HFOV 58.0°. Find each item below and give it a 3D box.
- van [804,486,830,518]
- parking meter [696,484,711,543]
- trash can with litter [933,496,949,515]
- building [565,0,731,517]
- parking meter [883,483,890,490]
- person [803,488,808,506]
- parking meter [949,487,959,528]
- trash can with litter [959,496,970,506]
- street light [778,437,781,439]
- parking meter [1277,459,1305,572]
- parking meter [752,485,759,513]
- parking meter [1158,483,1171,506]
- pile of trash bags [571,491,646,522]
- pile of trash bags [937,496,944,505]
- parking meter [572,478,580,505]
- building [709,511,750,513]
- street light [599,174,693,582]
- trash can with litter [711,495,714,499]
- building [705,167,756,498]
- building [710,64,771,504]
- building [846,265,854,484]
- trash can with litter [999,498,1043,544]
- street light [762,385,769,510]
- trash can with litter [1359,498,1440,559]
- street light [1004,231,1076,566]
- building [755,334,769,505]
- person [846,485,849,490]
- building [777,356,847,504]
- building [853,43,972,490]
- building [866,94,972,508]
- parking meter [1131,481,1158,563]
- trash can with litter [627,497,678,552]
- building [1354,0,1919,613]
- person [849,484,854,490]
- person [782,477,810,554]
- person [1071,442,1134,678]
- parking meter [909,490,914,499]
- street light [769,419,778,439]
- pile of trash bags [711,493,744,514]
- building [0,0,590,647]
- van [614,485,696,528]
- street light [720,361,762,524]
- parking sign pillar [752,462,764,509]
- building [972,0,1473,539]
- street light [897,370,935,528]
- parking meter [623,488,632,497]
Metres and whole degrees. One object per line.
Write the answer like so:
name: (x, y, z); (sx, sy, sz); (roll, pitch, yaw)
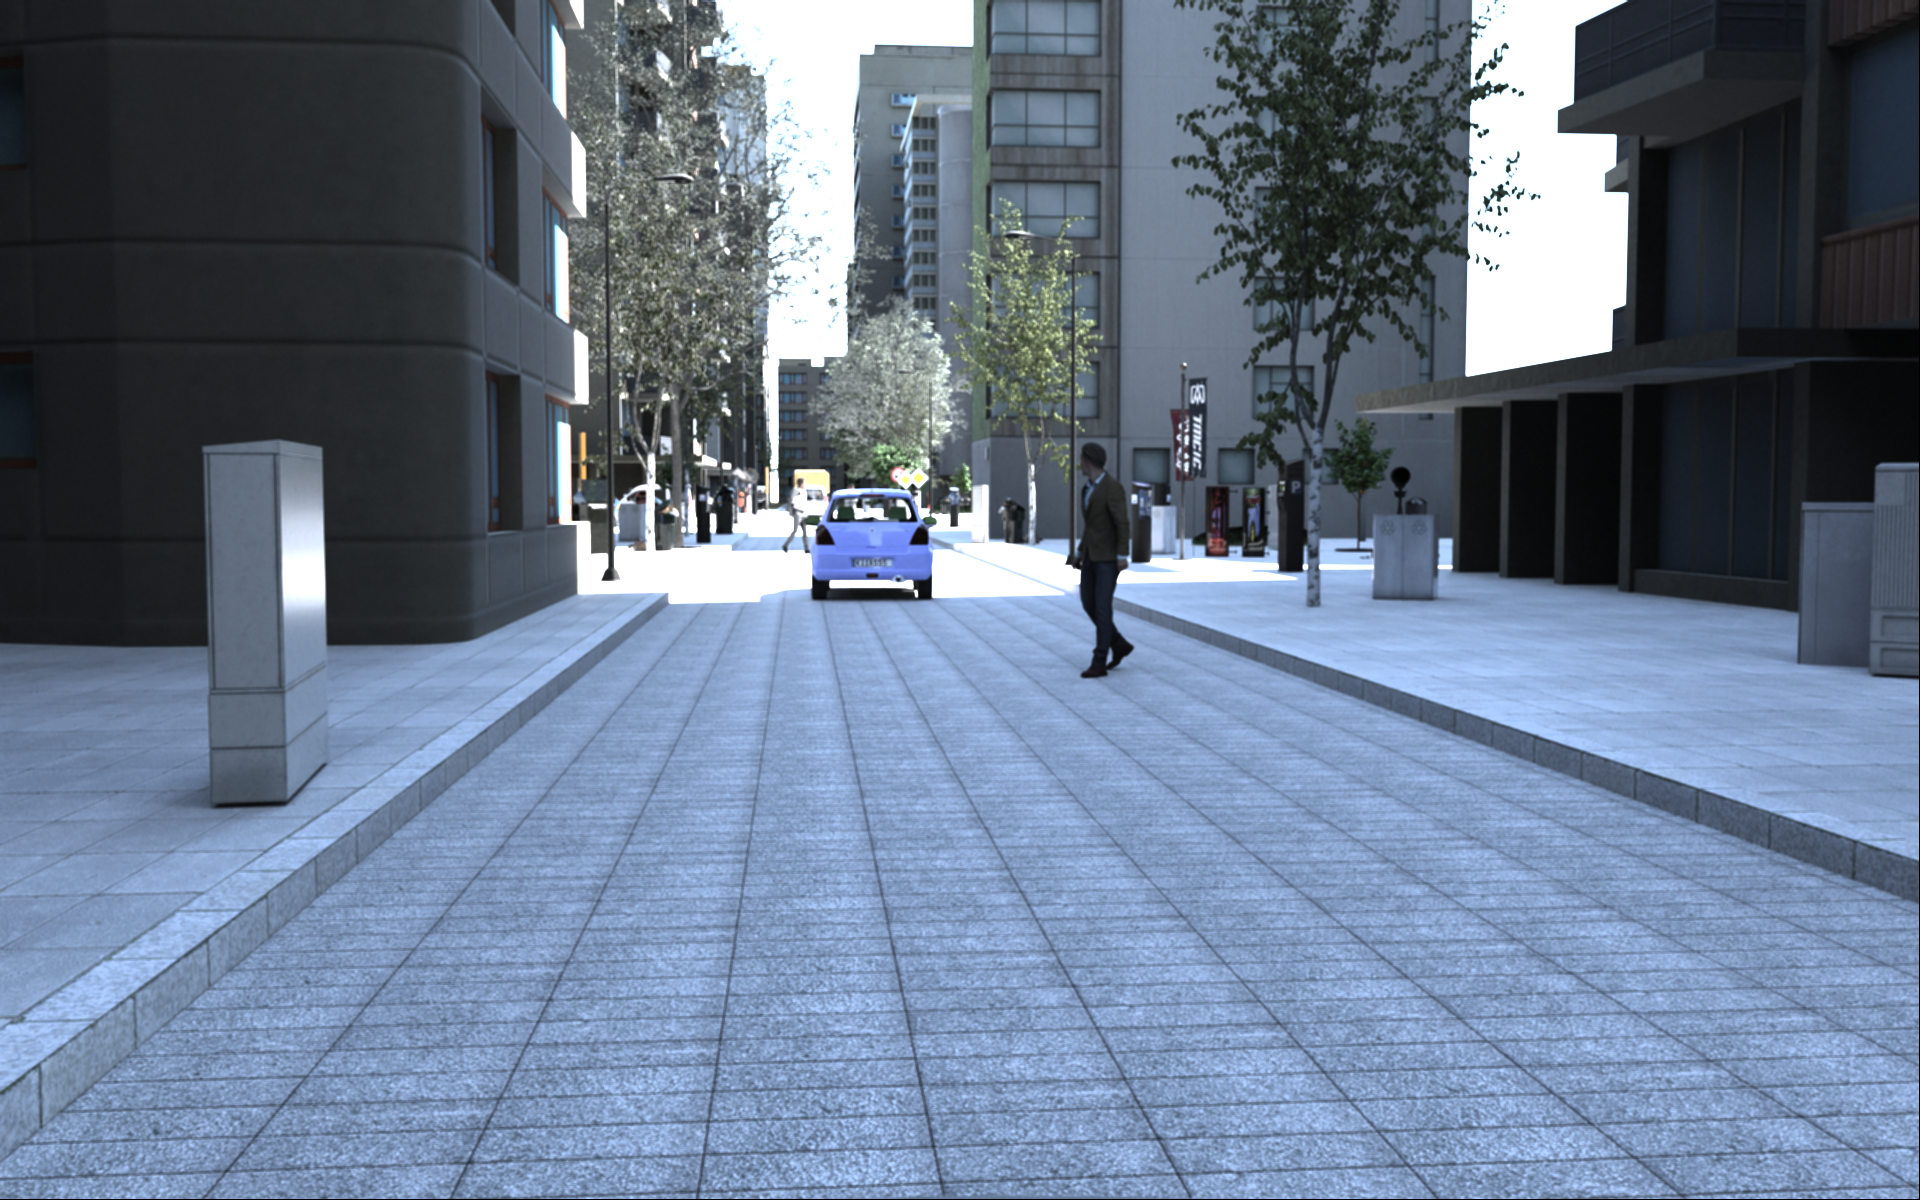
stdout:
van: (-7.670, -5.072, 89.935); (2.013, 2.044, 4.112); (0, 4, -4)
parking meter: (-6.738, -2.268, 45.490); (0.372, 1.533, 0.369); (0, 3, 0)
trash can with litter: (-1.103, -5.681, 104.269); (1.055, 1.170, 0.624); (-1, 4, -12)
building: (-23.368, -26.559, 88.860); (22.147, 44.769, 28.867); (0, 4, -5)
parking meter: (-3.917, -5.240, 91.379); (0.399, 1.863, 0.255); (0, 4, -6)
person: (-7.420, -4.498, 81.411); (0.474, 1.900, 0.648); (1, 4, 10)
parking meter: (-0.217, -3.530, 66.119); (0.372, 1.533, 0.369); (0, 3, 0)
trash can with litter: (0.192, -7.392, 132.239); (1.055, 1.170, 0.624); (-1, 4, -14)
street light: (-15.360, -10.366, 142.027); (1.470, 5.913, 1.316); (0, 4, -5)
parking meter: (5.445, -1.395, 28.521); (0.399, 1.863, 0.255); (-1, 4, -22)
parking meter: (-13.566, -6.668, 114.728); (0.399, 1.863, 0.255); (0, 4, 8)
parking meter: (4.649, -1.921, 39.815); (0.372, 1.533, 0.369); (0, 3, 0)
pile of trash bags: (-11.305, -2.715, 54.136); (3.447, 1.369, 1.912); (-1, 4, -11)
pile of trash bags: (-0.853, -8.446, 147.846); (1.912, 1.369, 3.447); (1, 4, 16)
parking meter: (-13.624, -3.435, 61.878); (0.255, 1.863, 0.399); (2, 4, 32)
building: (-31.479, -26.461, 124.516); (32.217, 40.220, 23.993); (0, 4, -5)
street light: (-4.577, -3.226, 25.283); (1.470, 5.913, 1.316); (0, 4, -5)
trash can with litter: (-20.701, -8.027, 142.633); (1.055, 1.170, 0.624); (1, 4, 19)
building: (-25.601, -23.455, 155.198); (14.160, 30.474, 14.107); (0, 4, -5)
building: (-40.520, -42.698, 240.118); (28.212, 58.520, 21.231); (0, 4, -5)
building: (-7.238, -27.233, 216.955); (14.160, 30.474, 14.107); (0, 4, -5)
trash can with litter: (1.576, -2.042, 44.766); (1.055, 1.170, 0.624); (-2, 4, -27)
street light: (-8.957, -6.160, 73.257); (1.470, 5.913, 1.316); (0, 4, -5)
trash can with litter: (8.868, -1.471, 35.114); (2.233, 1.210, 1.678); (-2, 4, -28)
street light: (1.479, -3.566, 30.850); (1.470, 5.913, 1.316); (0, 4, -5)
building: (-37.860, -22.221, 208.348); (28.899, 21.520, 27.650); (0, 4, -5)
person: (-4.730, -3.946, 73.039); (0.654, 1.822, 0.581); (-2, 4, -27)
building: (-11.413, -24.622, 247.616); (28.899, 21.520, 27.650); (0, 4, -5)
building: (-0.394, -34.313, 184.717); (21.300, 48.544, 21.600); (0, 4, -5)
building: (7.457, -28.782, 162.462); (32.217, 40.220, 23.993); (0, 4, -5)
parking meter: (3.389, -1.463, 32.339); (0.372, 1.533, 0.369); (0, 3, 0)
trash can with litter: (-6.861, -1.669, 38.679); (1.055, 1.170, 0.624); (-2, 4, -25)
building: (18.880, -22.086, 15.731); (22.147, 44.769, 28.867); (0, 4, -5)
person: (-3.945, -3.304, 62.695); (0.511, 1.800, 0.466); (-2, 4, -28)
person: (-3.878, -2.007, 41.418); (0.850, 1.850, 0.679); (2, 4, 24)
person: (1.123, -0.331, 13.818); (0.656, 1.842, 0.836); (2, 4, 34)
parking meter: (-3.115, -6.412, 113.242); (0.372, 1.533, 0.369); (0, 3, 0)
street light: (-12.186, -8.243, 107.317); (1.470, 5.913, 1.316); (0, 4, -5)
pile of trash bags: (-15.408, -6.179, 110.786); (3.447, 1.369, 1.912); (1, 4, 16)
building: (-17.493, -9.930, 7.397); (27.650, 21.520, 28.899); (0, 4, -5)
van: (-12.753, -3.841, 69.809); (4.112, 2.044, 2.013); (0, 4, -4)
street light: (-7.717, -5.348, 59.978); (1.470, 5.913, 1.316); (0, 4, -5)
parking sign pillar: (-17.082, -9.552, 144.648); (1.447, 3.967, 1.447); (0, 4, 4)
building: (7.208, -22.727, 55.177); (14.154, 41.232, 14.086); (0, 4, -5)
street light: (-1.641, -5.654, 64.984); (1.470, 5.913, 1.316); (0, 4, -5)
parking meter: (-14.184, -4.008, 73.942); (0.372, 1.533, 0.369); (0, 3, 0)
